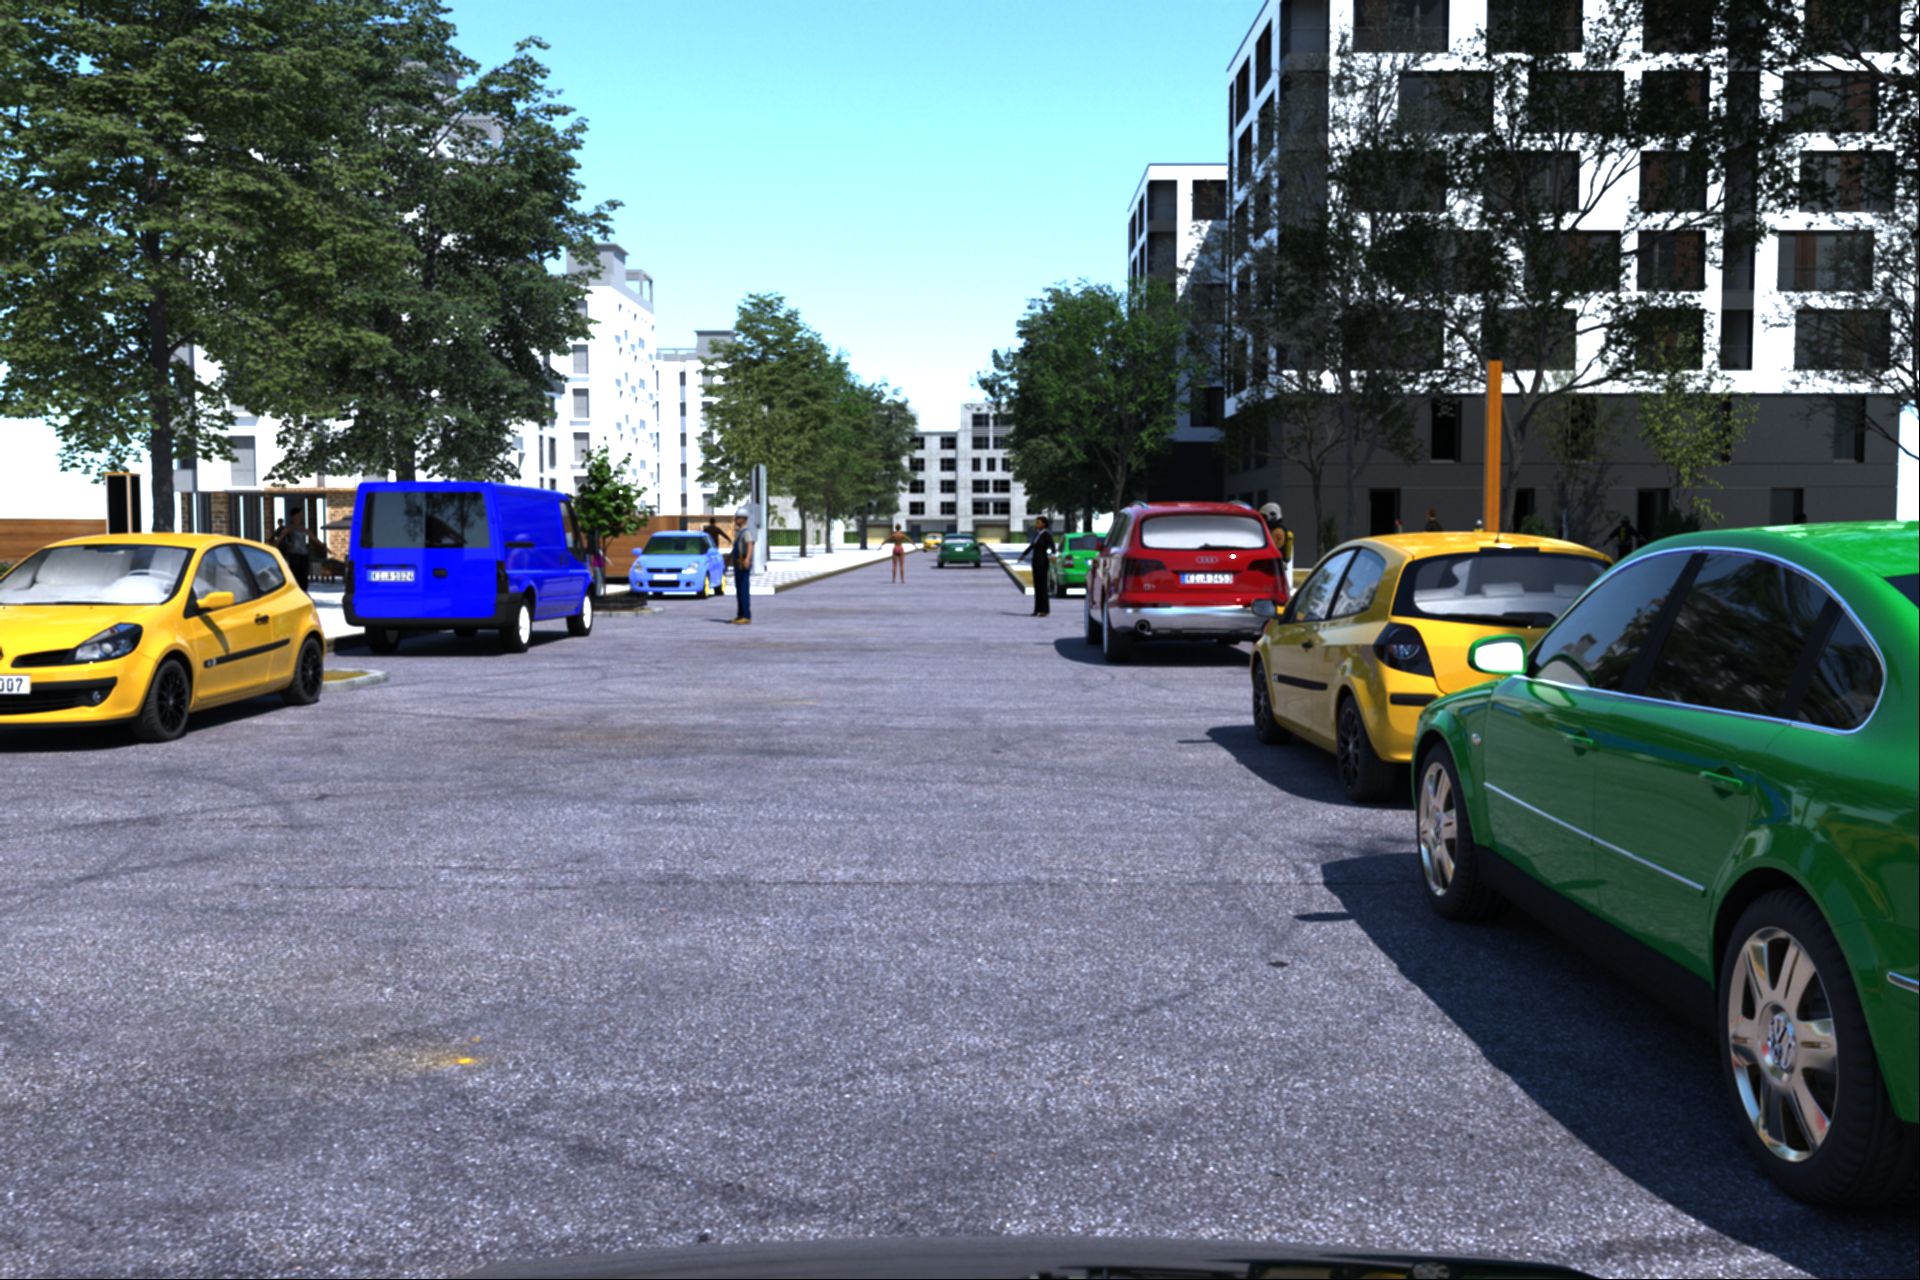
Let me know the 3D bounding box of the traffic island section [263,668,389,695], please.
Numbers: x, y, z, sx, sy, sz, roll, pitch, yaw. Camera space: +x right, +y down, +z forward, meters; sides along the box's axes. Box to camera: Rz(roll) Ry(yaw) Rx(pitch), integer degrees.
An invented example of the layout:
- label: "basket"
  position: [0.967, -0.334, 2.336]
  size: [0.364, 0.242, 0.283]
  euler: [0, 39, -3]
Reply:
- label: "traffic island section"
  position: [-6.548, 0.397, 16.369]
  size: [1.991, 0.108, 1.994]
  euler: [0, 4, 1]

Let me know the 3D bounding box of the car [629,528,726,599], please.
- label: "car"
  position: [-6.358, -1.807, 39.128]
  size: [1.945, 1.707, 3.694]
  euler: [0, 4, 1]

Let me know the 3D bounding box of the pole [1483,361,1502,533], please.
- label: "pole"
  position: [6.298, -1.632, 20.526]
  size: [0.158, 3.312, 0.155]
  euler: [0, 3, 0]

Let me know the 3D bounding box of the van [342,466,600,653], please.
- label: "van"
  position: [-6.151, -1.109, 22.511]
  size: [2.240, 2.365, 5.245]
  euler: [0, 4, 1]

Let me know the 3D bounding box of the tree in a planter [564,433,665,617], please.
- label: "tree in a planter"
  position: [-6.357, -2.058, 30.865]
  size: [1.991, 3.239, 1.994]
  euler: [0, 4, 1]

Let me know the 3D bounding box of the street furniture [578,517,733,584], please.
- label: "street furniture"
  position: [-9.140, -2.494, 47.639]
  size: [9.812, 1.723, 11.010]
  euler: [-1, 4, -15]

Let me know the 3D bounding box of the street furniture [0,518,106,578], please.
- label: "street furniture"
  position: [-28.164, -2.566, 48.809]
  size: [11.010, 1.723, 9.812]
  euler: [3, 5, 45]

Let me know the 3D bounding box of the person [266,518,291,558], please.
- label: "person"
  position: [-21.949, -3.041, 55.939]
  size: [0.704, 1.802, 1.346]
  euler: [1, 4, 11]

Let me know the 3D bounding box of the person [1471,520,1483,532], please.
- label: "person"
  position: [18.583, -3.397, 62.001]
  size: [1.216, 1.772, 0.721]
  euler: [2, 4, 29]

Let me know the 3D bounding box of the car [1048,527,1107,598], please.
- label: "car"
  position: [3.007, -1.917, 40.144]
  size: [1.959, 1.807, 4.718]
  euler: [0, 4, -1]

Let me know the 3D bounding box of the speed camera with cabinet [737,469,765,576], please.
- label: "speed camera with cabinet"
  position: [-6.477, -3.626, 53.613]
  size: [0.660, 3.252, 2.038]
  euler: [0, 4, 1]

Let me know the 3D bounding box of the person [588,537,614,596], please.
- label: "person"
  position: [-7.166, -1.394, 34.512]
  size: [0.599, 1.433, 0.991]
  euler: [-3, 4, -38]

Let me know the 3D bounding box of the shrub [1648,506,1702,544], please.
- label: "shrub"
  position: [18.233, -2.423, 44.043]
  size: [1.690, 2.028, 1.600]
  euler: [0, 3, 0]

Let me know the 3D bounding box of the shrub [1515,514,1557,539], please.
- label: "shrub"
  position: [19.490, -3.337, 58.984]
  size: [1.690, 2.028, 1.600]
  euler: [0, 3, 0]

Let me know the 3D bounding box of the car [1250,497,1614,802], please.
- label: "car"
  position: [2.900, -0.028, 10.680]
  size: [2.015, 1.641, 3.980]
  euler: [0, 4, -1]

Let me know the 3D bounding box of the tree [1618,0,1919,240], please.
- label: "tree"
  position: [8.571, -4.793, 12.771]
  size: [7.601, 10.594, 8.767]
  euler: [-3, 5, -41]

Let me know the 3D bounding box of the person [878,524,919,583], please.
- label: "person"
  position: [-1.803, -2.535, 50.705]
  size: [1.217, 1.733, 0.721]
  euler: [0, 4, 1]

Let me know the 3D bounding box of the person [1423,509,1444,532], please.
- label: "person"
  position: [9.735, -1.813, 35.863]
  size: [1.348, 1.803, 0.705]
  euler: [-3, 5, -42]

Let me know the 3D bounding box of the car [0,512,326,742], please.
- label: "car"
  position: [-6.274, -0.178, 13.133]
  size: [2.015, 1.641, 3.980]
  euler: [0, 3, 0]

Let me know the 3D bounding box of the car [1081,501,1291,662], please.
- label: "car"
  position: [2.636, -0.748, 20.903]
  size: [2.281, 1.827, 5.304]
  euler: [0, 4, 0]

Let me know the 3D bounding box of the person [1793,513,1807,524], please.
- label: "person"
  position: [18.352, -1.883, 37.626]
  size: [0.721, 1.735, 1.217]
  euler: [0, 4, -3]

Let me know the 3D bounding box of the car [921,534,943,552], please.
- label: "car"
  position: [-2.049, -7.824, 138.142]
  size: [2.015, 1.641, 3.980]
  euler: [0, 4, 1]

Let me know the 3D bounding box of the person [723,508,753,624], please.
- label: "person"
  position: [-3.516, -1.188, 27.742]
  size: [0.705, 1.847, 1.347]
  euler: [-1, 4, -22]

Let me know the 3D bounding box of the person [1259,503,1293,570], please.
- label: "person"
  position: [4.242, -0.951, 23.775]
  size: [0.705, 1.858, 1.354]
  euler: [0, 4, 1]

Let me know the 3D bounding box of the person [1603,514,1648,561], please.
- label: "person"
  position: [19.473, -2.747, 50.691]
  size: [1.354, 1.856, 0.705]
  euler: [3, 4, 38]

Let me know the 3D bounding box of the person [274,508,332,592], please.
- label: "person"
  position: [-11.249, -1.393, 29.579]
  size: [0.721, 1.737, 1.217]
  euler: [2, 4, 29]

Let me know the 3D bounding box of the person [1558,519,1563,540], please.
- label: "person"
  position: [21.552, -3.420, 61.858]
  size: [0.705, 1.837, 1.347]
  euler: [1, 4, 22]

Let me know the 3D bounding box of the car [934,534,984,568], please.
- label: "car"
  position: [-0.037, -3.778, 73.569]
  size: [2.131, 1.459, 4.920]
  euler: [0, 3, 0]

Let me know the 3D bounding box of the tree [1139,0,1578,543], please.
- label: "tree"
  position: [9.125, -7.907, 39.658]
  size: [12.009, 13.543, 11.850]
  euler: [0, 3, 0]

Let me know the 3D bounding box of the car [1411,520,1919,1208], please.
- label: "car"
  position: [2.649, 0.228, 5.064]
  size: [1.959, 1.807, 4.718]
  euler: [0, 3, 0]

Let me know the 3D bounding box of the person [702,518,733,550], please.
- label: "person"
  position: [-8.108, -3.098, 56.792]
  size: [1.346, 1.812, 0.704]
  euler: [0, 4, -8]

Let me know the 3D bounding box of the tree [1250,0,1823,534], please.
- label: "tree"
  position: [9.000, -5.736, 28.188]
  size: [8.767, 10.594, 7.601]
  euler: [0, 4, -2]

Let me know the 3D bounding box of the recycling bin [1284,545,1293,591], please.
- label: "recycling bin"
  position: [7.176, -1.649, 39.520]
  size: [0.722, 1.027, 0.722]
  euler: [0, 4, 1]

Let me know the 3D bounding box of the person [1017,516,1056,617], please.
- label: "person"
  position: [1.343, -1.280, 30.112]
  size: [0.721, 1.740, 1.216]
  euler: [-2, 4, -27]

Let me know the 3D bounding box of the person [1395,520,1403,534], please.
- label: "person"
  position: [15.742, -3.427, 62.298]
  size: [0.705, 1.796, 1.348]
  euler: [1, 4, 11]
